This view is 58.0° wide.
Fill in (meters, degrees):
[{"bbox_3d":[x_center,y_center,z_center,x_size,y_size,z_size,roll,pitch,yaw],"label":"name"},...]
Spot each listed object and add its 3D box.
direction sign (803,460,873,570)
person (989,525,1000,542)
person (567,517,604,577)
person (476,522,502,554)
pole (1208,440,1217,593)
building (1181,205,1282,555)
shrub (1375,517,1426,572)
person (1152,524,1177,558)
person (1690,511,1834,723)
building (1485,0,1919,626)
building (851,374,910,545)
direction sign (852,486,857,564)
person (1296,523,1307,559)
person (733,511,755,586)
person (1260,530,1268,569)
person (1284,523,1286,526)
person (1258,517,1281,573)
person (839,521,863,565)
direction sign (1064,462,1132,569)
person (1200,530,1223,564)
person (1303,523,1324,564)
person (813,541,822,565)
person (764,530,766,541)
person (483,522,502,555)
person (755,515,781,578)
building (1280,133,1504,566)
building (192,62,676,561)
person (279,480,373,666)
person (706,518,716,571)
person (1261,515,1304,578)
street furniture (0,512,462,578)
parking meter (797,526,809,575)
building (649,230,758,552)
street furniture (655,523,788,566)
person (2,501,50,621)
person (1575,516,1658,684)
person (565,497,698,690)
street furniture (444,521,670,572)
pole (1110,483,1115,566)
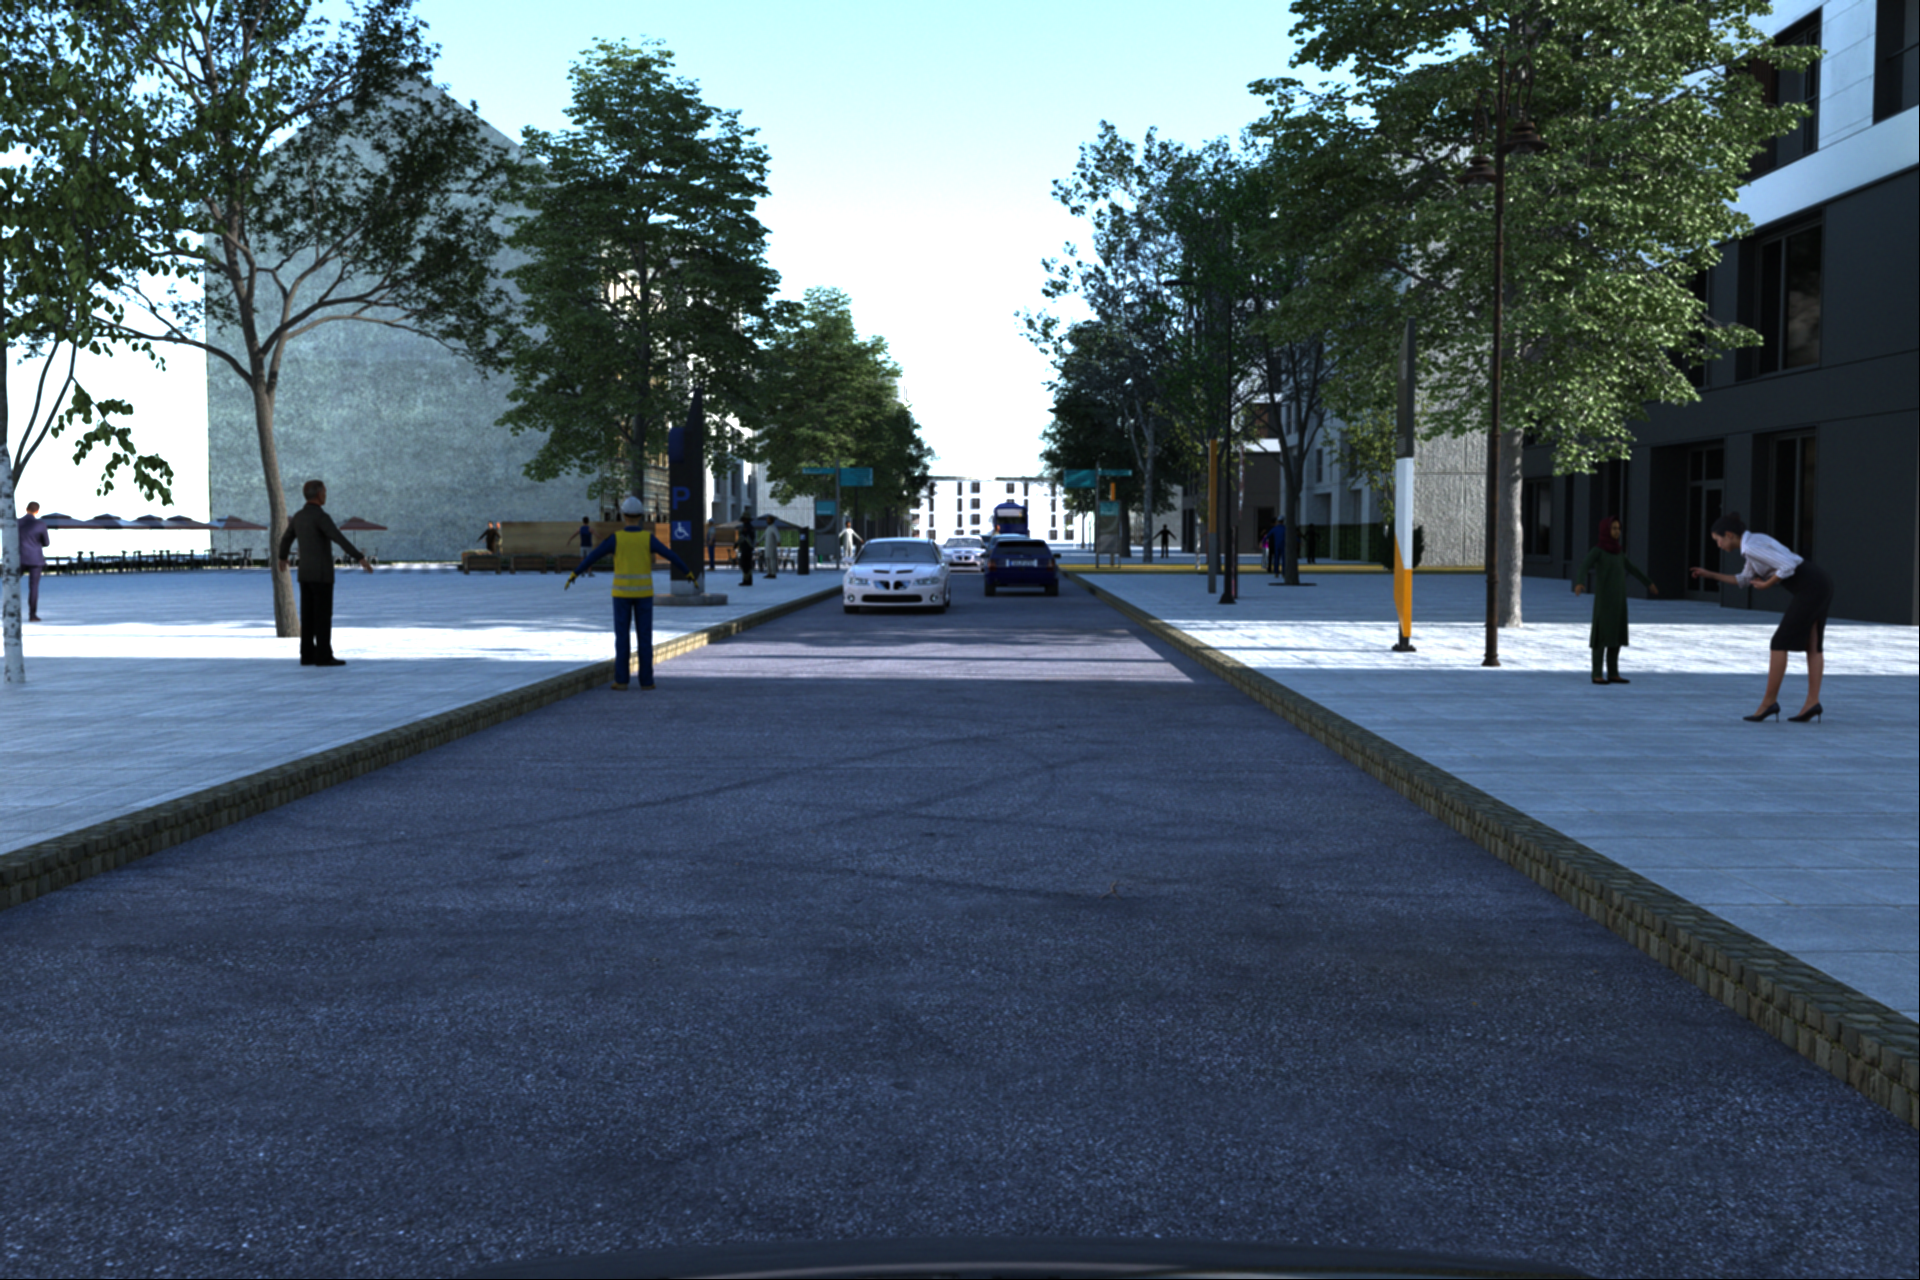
[{"bbox_3d":[-4.351,-4.520,62.656,2.525,3.948,1.411,0,4,3],"label":"direction sign"},{"bbox_3d":[1.540,-3.825,71.268,0.705,1.796,1.348,2,4,35],"label":"person"},{"bbox_3d":[-11.253,-2.816,52.208,1.345,1.807,0.704,1,4,11],"label":"person"},{"bbox_3d":[-19.961,-4.126,73.599,1.346,1.812,0.704,2,4,26],"label":"person"},{"bbox_3d":[5.466,-2.669,37.489,0.158,3.312,0.155,0,3,0],"label":"pole"},{"bbox_3d":[29.591,-17.100,123.566,27.936,21.610,32.646,0,4,1],"label":"building"},{"bbox_3d":[14.799,-3.285,58.124,1.690,2.028,1.600,0,3,0],"label":"shrub"},{"bbox_3d":[10.995,-5.310,93.011,1.347,1.806,0.705,0,4,-5],"label":"person"},{"bbox_3d":[5.522,-0.161,11.865,0.799,1.438,0.628,0,4,-4],"label":"person"},{"bbox_3d":[27.409,-11.959,39.509,27.936,21.610,32.646,0,4,1],"label":"building"},{"bbox_3d":[-21.205,-22.970,219.531,27.936,21.610,32.646,0,4,2],"label":"building"},{"bbox_3d":[-4.481,-5.064,74.797,0.379,3.537,0.876,0,4,1],"label":"direction sign"},{"bbox_3d":[17.612,-5.165,90.223,1.354,1.858,0.705,-3,5,-44],"label":"person"},{"bbox_3d":[-5.330,-2.273,43.031,0.704,1.845,1.351,1,4,9],"label":"person"},{"bbox_3d":[11.325,-3.348,64.006,0.599,1.433,0.991,-1,4,-19],"label":"person"},{"bbox_3d":[17.297,-5.280,92.103,0.705,1.856,1.354,3,4,38],"label":"person"},{"bbox_3d":[10.409,-3.150,57.435,1.347,1.837,0.705,3,5,44],"label":"person"},{"bbox_3d":[-4.584,-3.967,71.053,1.347,1.806,0.705,-2,4,-35],"label":"person"},{"bbox_3d":[5.090,-4.574,63.548,2.525,3.948,1.411,0,3,0],"label":"direction sign"},{"bbox_3d":[10.679,-4.116,74.099,1.217,1.733,0.721,2,4,25],"label":"person"},{"bbox_3d":[15.358,-4.200,75.386,0.721,1.740,1.216,-2,4,-35],"label":"person"},{"bbox_3d":[-5.917,-4.043,72.222,0.704,1.817,1.347,-1,4,-12],"label":"person"},{"bbox_3d":[-8.993,-4.627,81.775,0.705,1.813,1.348,1,4,17],"label":"person"},{"bbox_3d":[-20.413,-4.297,76.530,1.348,1.796,0.705,0,4,5],"label":"person"},{"bbox_3d":[-5.511,-2.701,50.252,0.704,1.819,1.344,-3,4,-36],"label":"person"},{"bbox_3d":[26.808,-13.376,85.152,16.747,18.905,31.486,0,4,1],"label":"building"},{"bbox_3d":[-25.919,-15.831,89.768,19.493,23.208,18.063,0,4,1],"label":"building"},{"bbox_3d":[-6.261,-0.656,16.910,1.348,1.807,0.705,2,4,32],"label":"person"},{"bbox_3d":[-8.732,-3.349,60.610,0.705,1.847,1.347,-1,4,-13],"label":"person"},{"bbox_3d":[9.495,-2.770,51.164,1.347,1.842,0.705,2,4,34],"label":"person"},{"bbox_3d":[-30.323,-3.645,64.629,14.083,1.986,27.439,1,4,15],"label":"street furniture"},{"bbox_3d":[-4.936,-2.821,54.541,0.372,1.533,0.369,0,3,0],"label":"parking meter"},{"bbox_3d":[-24.089,-15.316,116.878,16.747,18.905,31.486,0,4,1],"label":"building"},{"bbox_3d":[-12.941,-4.127,74.324,11.010,1.723,9.812,0,4,-8],"label":"street furniture"},{"bbox_3d":[-13.780,-1.166,25.548,0.683,1.767,0.568,-1,4,-21],"label":"person"},{"bbox_3d":[5.594,-0.342,14.799,0.989,1.438,0.599,-2,4,-30],"label":"person"},{"bbox_3d":[-3.028,-0.434,16.012,1.216,1.772,0.721,-1,4,-14],"label":"person"},{"bbox_3d":[-14.997,-3.412,62.640,9.812,1.723,11.010,1,4,12],"label":"street furniture"},{"bbox_3d":[6.087,-4.605,69.141,0.158,3.312,0.155,0,3,0],"label":"pole"}]
